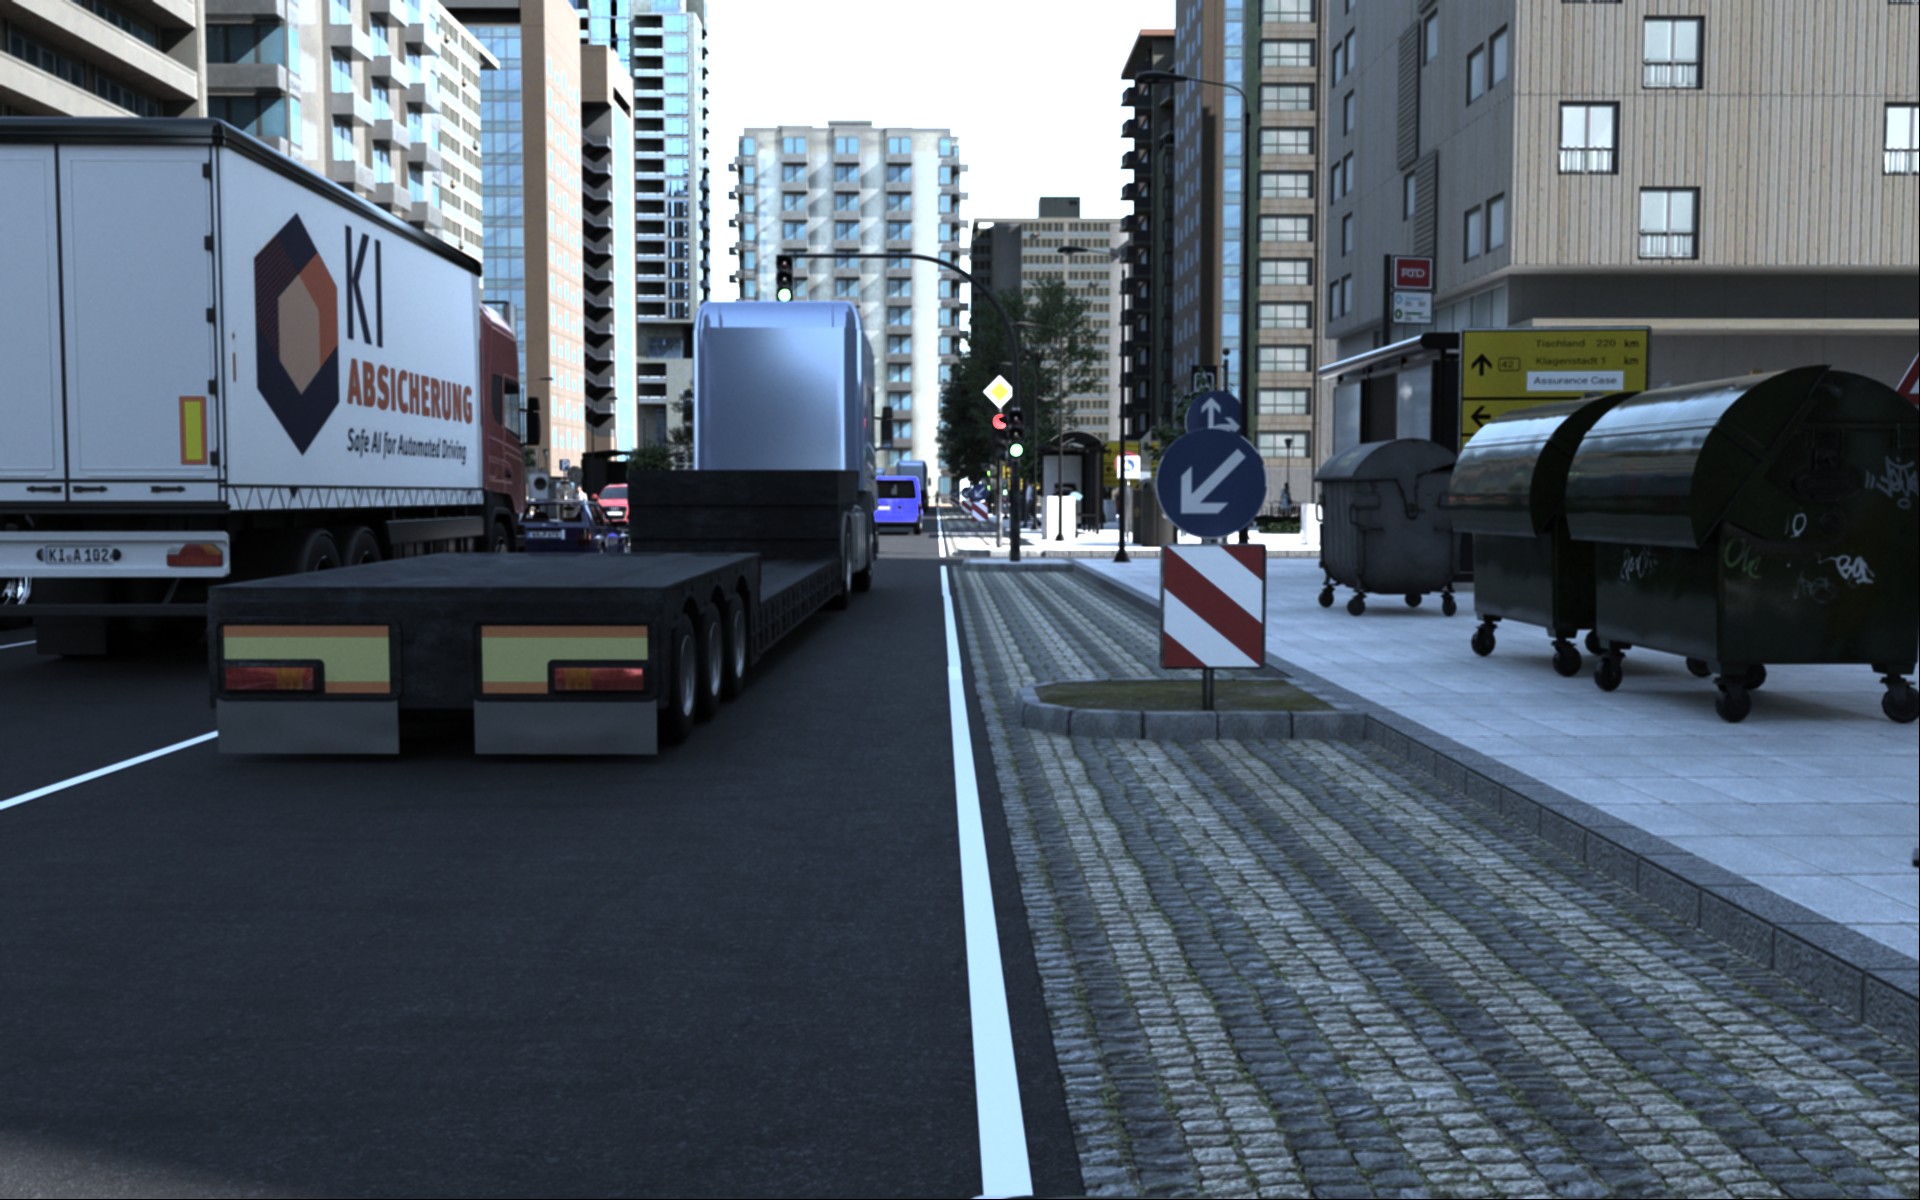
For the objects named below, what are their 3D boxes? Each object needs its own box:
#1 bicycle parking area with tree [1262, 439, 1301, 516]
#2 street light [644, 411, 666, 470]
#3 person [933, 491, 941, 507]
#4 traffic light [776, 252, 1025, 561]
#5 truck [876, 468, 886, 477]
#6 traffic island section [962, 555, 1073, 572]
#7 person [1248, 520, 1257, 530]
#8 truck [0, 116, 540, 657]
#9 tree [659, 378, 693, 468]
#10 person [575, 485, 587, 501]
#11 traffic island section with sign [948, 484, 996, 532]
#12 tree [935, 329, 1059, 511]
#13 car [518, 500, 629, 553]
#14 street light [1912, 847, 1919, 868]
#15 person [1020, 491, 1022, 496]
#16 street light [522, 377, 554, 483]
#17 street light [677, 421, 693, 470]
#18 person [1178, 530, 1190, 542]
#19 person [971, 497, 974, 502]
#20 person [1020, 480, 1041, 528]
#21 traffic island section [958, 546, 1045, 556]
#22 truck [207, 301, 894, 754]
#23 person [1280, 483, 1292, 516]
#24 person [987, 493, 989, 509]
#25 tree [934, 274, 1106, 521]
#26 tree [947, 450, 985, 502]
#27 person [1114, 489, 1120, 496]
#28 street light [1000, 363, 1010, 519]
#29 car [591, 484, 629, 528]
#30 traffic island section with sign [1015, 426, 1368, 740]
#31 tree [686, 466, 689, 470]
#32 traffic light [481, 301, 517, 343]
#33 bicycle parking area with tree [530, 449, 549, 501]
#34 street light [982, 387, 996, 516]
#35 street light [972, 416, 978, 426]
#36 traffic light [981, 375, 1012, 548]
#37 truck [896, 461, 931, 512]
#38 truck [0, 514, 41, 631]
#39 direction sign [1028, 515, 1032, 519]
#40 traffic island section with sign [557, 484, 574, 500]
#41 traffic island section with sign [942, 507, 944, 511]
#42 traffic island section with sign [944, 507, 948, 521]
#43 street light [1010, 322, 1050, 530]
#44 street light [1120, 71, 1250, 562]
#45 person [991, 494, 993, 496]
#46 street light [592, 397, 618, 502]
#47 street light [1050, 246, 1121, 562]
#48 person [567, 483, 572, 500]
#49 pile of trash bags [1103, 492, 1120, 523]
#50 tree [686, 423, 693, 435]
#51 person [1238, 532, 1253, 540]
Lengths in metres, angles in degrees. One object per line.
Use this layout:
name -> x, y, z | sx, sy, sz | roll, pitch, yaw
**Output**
bicycle parking area with tree -> 14.486, -6.310, 90.170 | 8.231, 4.147, 9.016 | 1, 4, 15
street light -> -17.070, -7.595, 96.725 | 1.470, 5.913, 1.316 | 0, 4, -1
person -> -2.538, -10.991, 188.906 | 1.217, 1.736, 0.721 | 2, 4, 32
traffic light -> -1.064, -3.557, 32.821 | 4.771, 5.953, 1.251 | 0, 4, -1
truck -> -8.645, -11.327, 174.947 | 2.967, 4.110, 18.799 | 0, 4, -3
traffic island section -> 1.066, -0.662, 33.105 | 2.009, 0.180, 2.903 | 0, 4, -1
person -> 10.515, -3.396, 62.314 | 0.466, 1.731, 0.760 | -2, 4, -23
truck -> -6.867, -1.810, 18.500 | 2.839, 4.237, 11.283 | 0, 4, -2
tree -> -19.478, -12.118, 132.540 | 7.601, 10.594, 8.767 | -2, 4, -31
person -> -15.166, -3.701, 69.282 | 0.678, 1.792, 0.850 | 2, 4, 23
traffic island section with sign -> 0.625, -3.508, 65.976 | 1.989, 1.847, 2.006 | 0, 4, -1
tree -> 2.996, -13.953, 134.793 | 9.857, 13.997, 8.962 | 0, 3, 0
car -> -6.858, -1.075, 30.162 | 1.945, 1.354, 3.894 | 0, 4, -2
street light -> 2.926, -2.036, 5.828 | 1.470, 5.913, 1.316 | 0, 4, -1
person -> 4.932, -8.509, 144.788 | 1.348, 1.869, 0.705 | -2, 4, -35
street light -> -16.803, -5.891, 68.861 | 1.470, 5.913, 1.316 | 0, 4, -1
street light -> -17.398, -8.414, 110.108 | 1.470, 5.913, 1.316 | 0, 4, -1
person -> 5.984, -2.450, 46.772 | 0.598, 1.740, 0.731 | -3, 5, -42
person -> 1.241, -9.418, 159.898 | 0.599, 1.838, 0.709 | 3, 5, 44
person -> 2.695, -3.670, 66.142 | 0.850, 1.850, 0.679 | 1, 4, 14
traffic island section -> 0.957, -1.150, 41.089 | 2.009, 0.180, 2.903 | 0, 4, -1
truck -> -2.630, -1.752, 18.396 | 2.967, 4.110, 18.799 | 0, 4, 1
person -> 15.239, -4.577, 80.967 | 0.778, 1.811, 0.616 | -2, 4, -35
person -> 2.616, -9.016, 153.543 | 0.705, 1.814, 1.350 | 0, 4, -5
tree -> 3.186, -9.512, 81.282 | 9.928, 11.665, 9.643 | 0, 3, 0
tree -> 2.024, -15.525, 188.249 | 8.767, 10.594, 7.601 | -2, 4, -33
person -> 17.035, -10.953, 185.257 | 1.348, 1.807, 0.705 | 2, 4, 25
street light -> 2.124, -5.431, 61.341 | 1.470, 5.913, 1.316 | 0, 4, -1
car -> -12.392, -3.393, 64.152 | 2.281, 1.827, 5.304 | 0, 4, -2
traffic island section with sign -> 1.365, -0.144, 10.981 | 1.989, 1.847, 2.006 | 0, 4, -1
tree -> -18.951, -7.720, 120.821 | 1.663, 3.219, 1.824 | 0, 3, 0
traffic light -> -12.852, -4.045, 40.806 | 4.771, 5.953, 1.251 | 0, 4, -1
bicycle parking area with tree -> -26.823, -7.439, 108.635 | 9.016, 4.147, 8.231 | 1, 4, 22
street light -> 1.811, -6.261, 74.907 | 1.470, 5.913, 1.316 | 0, 4, -1
street light -> 1.519, -7.921, 102.049 | 1.470, 5.913, 1.316 | 0, 4, -1
traffic light -> 0.917, -3.184, 40.975 | 0.839, 4.253, 0.868 | 0, 4, -1
truck -> -4.040, -8.786, 133.417 | 2.967, 4.110, 18.799 | 0, 4, 1
truck -> -11.264, -1.219, 15.848 | 3.469, 3.379, 9.791 | 0, 4, 1
direction sign -> 3.486, -5.866, 87.903 | 0.876, 3.537, 0.379 | 3, 4, 38
traffic island section with sign -> -14.997, -3.485, 65.607 | 1.989, 1.847, 2.006 | 0, 4, -1
traffic island section with sign -> -0.428, -8.232, 143.221 | 1.989, 1.847, 2.006 | 0, 4, -1
traffic island section with sign -> 0.260, -5.170, 93.150 | 1.989, 1.847, 2.006 | 0, 4, -1
street light -> 2.187, -4.551, 46.953 | 1.470, 5.913, 1.316 | 0, 4, -1
street light -> 2.624, -2.854, 19.211 | 1.470, 5.913, 1.316 | 0, 4, -1
person -> 3.434, -9.768, 165.771 | 1.348, 1.821, 0.705 | -2, 4, -28
street light -> -17.034, -6.754, 82.963 | 1.470, 5.913, 1.316 | 0, 4, -1
street light -> 2.522, -3.673, 32.598 | 1.470, 5.913, 1.316 | 0, 4, -1
person -> -18.049, -4.525, 80.249 | 0.641, 1.798, 0.478 | 0, 4, -2
pile of trash bags -> 5.964, -4.155, 77.684 | 3.447, 1.369, 1.912 | -1, 4, -20
tree -> -18.895, -14.749, 151.513 | 12.009, 13.543, 11.850 | 0, 3, 0
person -> 7.936, -2.573, 48.394 | 0.573, 1.790, 0.520 | 0, 4, 5
